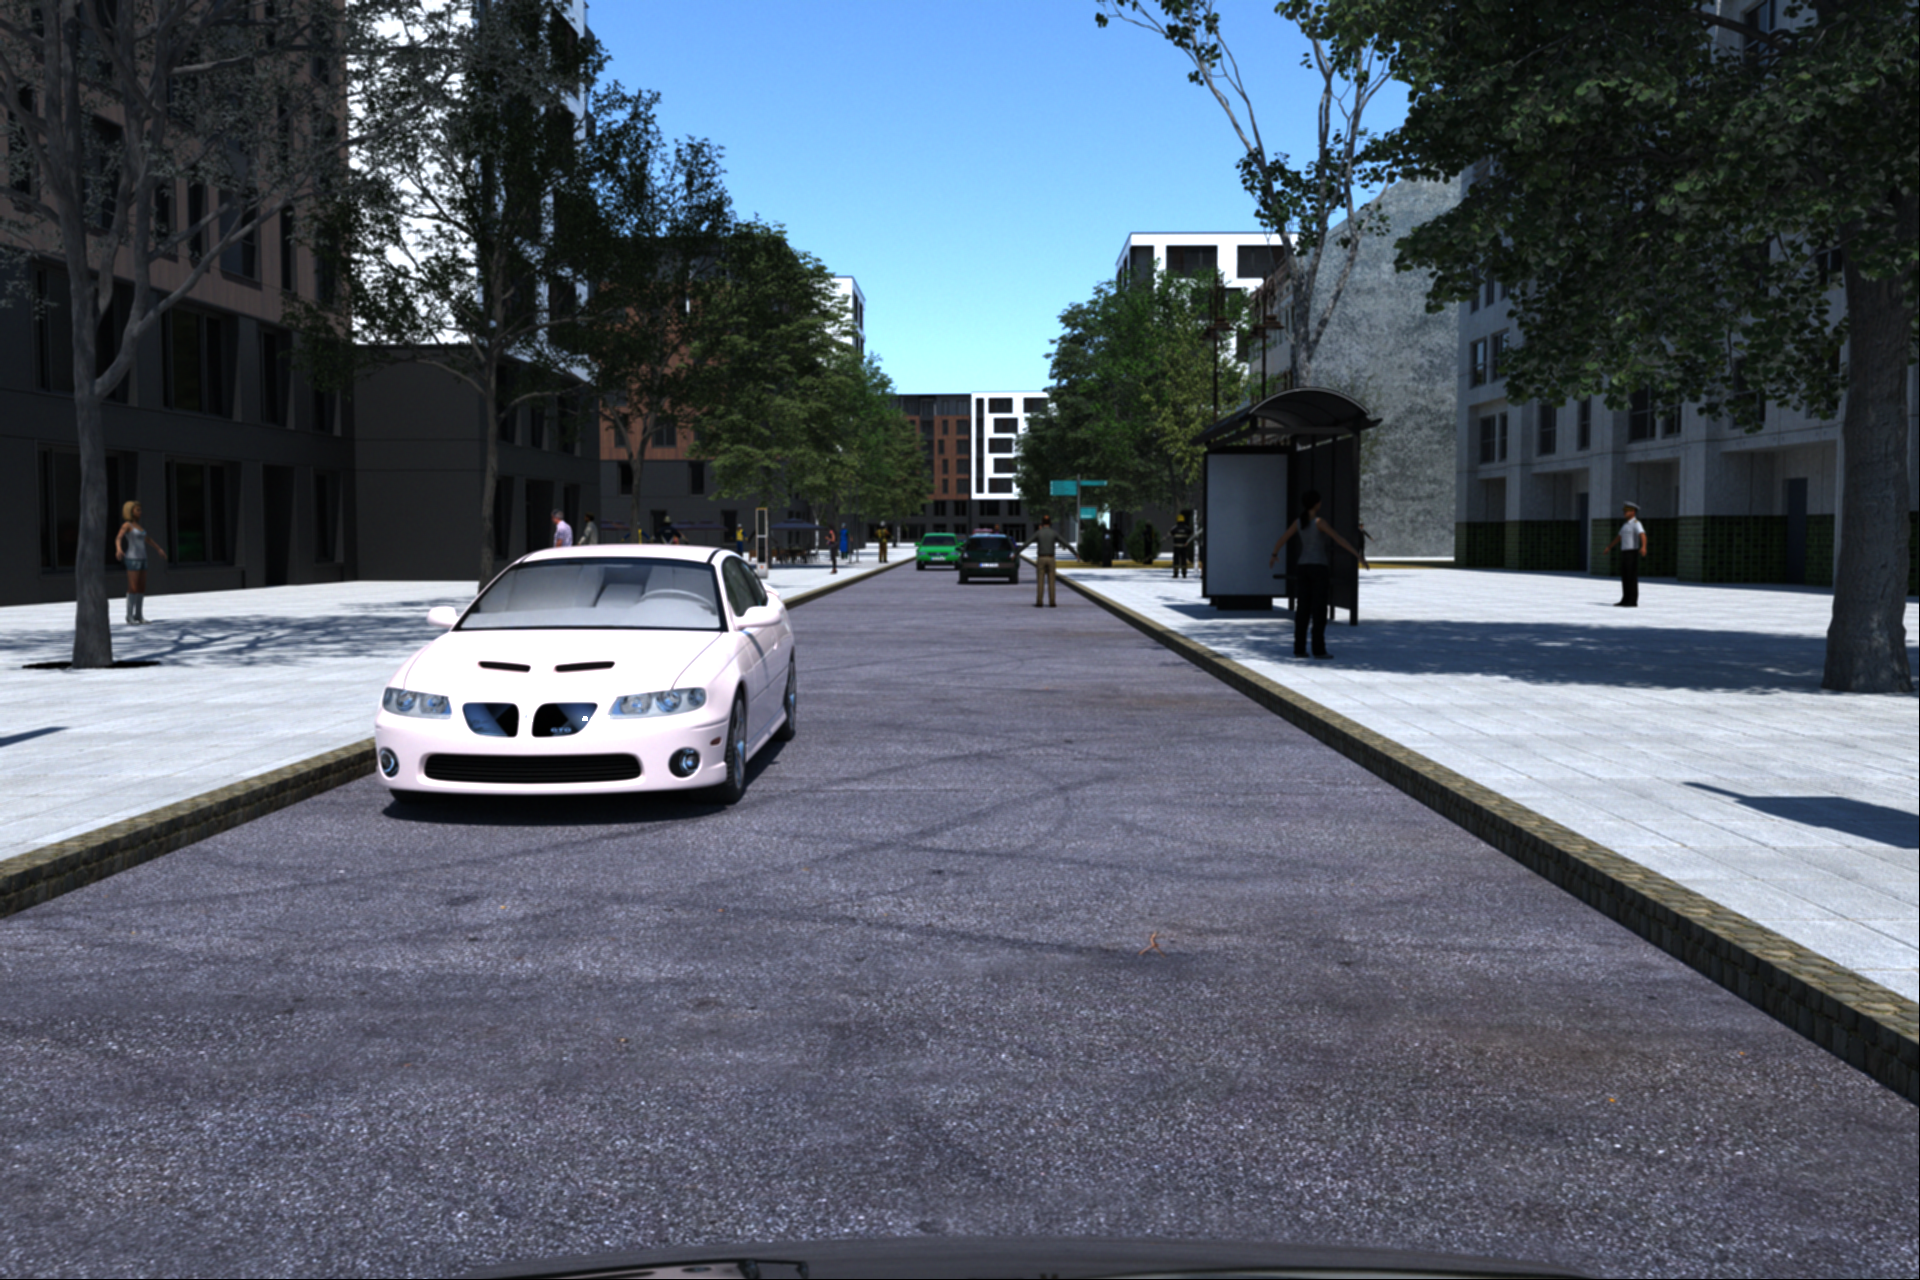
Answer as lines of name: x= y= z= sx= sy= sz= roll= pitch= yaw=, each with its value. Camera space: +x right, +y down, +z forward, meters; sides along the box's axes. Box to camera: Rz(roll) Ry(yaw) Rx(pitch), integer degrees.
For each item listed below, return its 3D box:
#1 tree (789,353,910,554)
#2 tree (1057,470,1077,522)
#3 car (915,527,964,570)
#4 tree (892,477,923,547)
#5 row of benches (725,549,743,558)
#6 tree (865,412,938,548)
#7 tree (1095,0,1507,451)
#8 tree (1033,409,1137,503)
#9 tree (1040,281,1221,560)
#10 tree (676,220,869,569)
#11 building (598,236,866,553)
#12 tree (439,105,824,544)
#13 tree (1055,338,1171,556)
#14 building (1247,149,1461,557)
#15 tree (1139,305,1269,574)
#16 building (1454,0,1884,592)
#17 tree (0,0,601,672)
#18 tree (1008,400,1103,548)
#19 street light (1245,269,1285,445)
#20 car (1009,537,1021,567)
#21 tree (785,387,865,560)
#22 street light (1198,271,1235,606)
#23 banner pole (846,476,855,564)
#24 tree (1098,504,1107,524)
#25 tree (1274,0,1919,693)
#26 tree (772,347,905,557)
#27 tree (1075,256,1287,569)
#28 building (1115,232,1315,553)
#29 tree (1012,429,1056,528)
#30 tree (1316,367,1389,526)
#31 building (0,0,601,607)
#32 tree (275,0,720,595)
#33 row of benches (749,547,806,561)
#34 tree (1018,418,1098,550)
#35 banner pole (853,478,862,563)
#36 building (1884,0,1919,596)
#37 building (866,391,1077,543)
tree: x=-6.998 y=-11.685 z=109.183 sx=7.486 sy=12.596 sz=7.792 roll=0 pitch=3 yaw=0
tree: x=8.710 y=-10.627 z=124.118 sx=4.737 sy=8.622 sz=4.395 roll=0 pitch=3 yaw=0
car: x=-0.816 y=-3.716 z=69.547 sx=1.959 sy=1.807 sz=4.718 roll=0 pitch=4 yaw=1
tree: x=-5.780 y=-13.413 z=169.670 sx=4.737 sy=8.622 sz=4.395 roll=0 pitch=3 yaw=0
row of benches: x=-10.110 y=-3.307 z=69.538 sx=1.422 sy=0.672 sz=4.104 roll=2 pitch=4 yaw=26
tree: x=-5.879 y=-14.774 z=159.677 sx=7.486 sy=12.596 sz=7.792 roll=0 pitch=3 yaw=0
tree: x=9.488 y=-11.260 z=39.994 sx=12.611 sy=20.169 sz=13.585 roll=0 pitch=3 yaw=0
tree: x=8.143 y=-10.783 z=110.719 sx=7.601 sy=10.594 sz=8.767 roll=1 pitch=4 yaw=14
tree: x=8.351 y=-10.965 z=85.930 sx=9.857 sy=13.997 sz=8.962 roll=0 pitch=3 yaw=0
tree: x=-6.918 y=-8.883 z=63.371 sx=7.486 sy=12.596 sz=7.792 roll=0 pitch=3 yaw=0
building: x=-22.465 y=-17.833 z=135.551 sx=27.936 sy=21.610 sz=32.646 roll=0 pitch=4 yaw=1
tree: x=-7.361 y=-6.361 z=38.416 sx=8.767 sy=10.594 sz=7.601 roll=0 pitch=4 yaw=-8
tree: x=8.967 y=-11.054 z=98.858 sx=7.486 sy=12.596 sz=7.792 roll=0 pitch=3 yaw=0
building: x=27.978 y=-16.709 z=104.122 sx=19.493 sy=23.208 sz=18.063 roll=0 pitch=4 yaw=1
tree: x=7.635 y=-6.420 z=55.335 sx=4.737 sy=8.622 sz=4.395 roll=0 pitch=3 yaw=0
building: x=27.872 y=-11.401 z=52.859 sx=16.747 sy=18.905 sz=31.486 roll=0 pitch=4 yaw=1
tree: x=-8.204 y=-6.479 z=16.302 sx=12.009 sy=13.543 sz=11.850 roll=0 pitch=3 yaw=0
tree: x=9.294 y=-15.456 z=159.364 sx=9.857 sy=13.997 sz=8.962 roll=0 pitch=3 yaw=0
street light: x=5.345 y=-3.531 z=30.522 sx=0.468 sy=5.910 sz=1.993 roll=0 pitch=4 yaw=0
car: x=1.706 y=-3.848 z=75.503 sx=1.945 sy=1.354 sz=3.894 roll=0 pitch=4 yaw=0
tree: x=-6.810 y=-8.246 z=85.188 sx=4.737 sy=8.622 sz=4.395 roll=0 pitch=3 yaw=0
street light: x=4.524 y=-3.543 z=30.718 sx=0.468 sy=5.910 sz=1.993 roll=0 pitch=4 yaw=1
banner pole: x=-4.695 y=-5.152 z=74.250 sx=0.401 sy=3.779 sz=0.863 roll=0 pitch=4 yaw=0
tree: x=21.420 y=-18.908 z=259.513 sx=4.360 sy=8.622 sz=3.978 roll=0 pitch=3 yaw=0
tree: x=7.385 y=-6.561 z=13.923 sx=9.857 sy=13.997 sz=8.962 roll=0 pitch=3 yaw=0
tree: x=-6.915 y=-10.445 z=96.525 sx=9.928 sy=11.665 sz=9.643 roll=0 pitch=3 yaw=0
tree: x=8.114 y=-8.454 z=63.977 sx=9.928 sy=11.665 sz=9.643 roll=0 pitch=3 yaw=0
building: x=25.766 y=-17.716 z=133.632 sx=27.936 sy=21.610 sz=32.646 roll=0 pitch=4 yaw=1
tree: x=8.882 y=-14.871 z=168.900 sx=9.928 sy=11.665 sz=9.643 roll=0 pitch=3 yaw=0
tree: x=17.276 y=-7.661 z=75.622 sx=4.360 sy=8.622 sz=3.978 roll=0 pitch=3 yaw=0
building: x=-26.991 y=-12.275 z=44.664 sx=27.936 sy=21.610 sz=32.646 roll=0 pitch=4 yaw=2
tree: x=-7.412 y=-5.721 z=27.948 sx=7.601 sy=10.594 sz=8.767 roll=-1 pitch=4 yaw=-14
row of benches: x=-8.682 y=-4.137 z=83.105 sx=1.422 sy=0.672 sz=4.104 roll=2 pitch=4 yaw=28
tree: x=7.986 y=-12.446 z=137.899 sx=7.601 sy=10.594 sz=8.767 roll=1 pitch=4 yaw=8
banner pole: x=-4.617 y=-5.385 z=78.062 sx=0.401 sy=3.779 sz=0.863 roll=0 pitch=3 yaw=0
building: x=27.683 y=-9.453 z=21.015 sx=16.747 sy=18.905 sz=31.486 roll=0 pitch=4 yaw=1
building: x=0.962 y=-25.353 z=260.949 sx=32.646 sy=21.610 sz=27.936 roll=0 pitch=4 yaw=6
